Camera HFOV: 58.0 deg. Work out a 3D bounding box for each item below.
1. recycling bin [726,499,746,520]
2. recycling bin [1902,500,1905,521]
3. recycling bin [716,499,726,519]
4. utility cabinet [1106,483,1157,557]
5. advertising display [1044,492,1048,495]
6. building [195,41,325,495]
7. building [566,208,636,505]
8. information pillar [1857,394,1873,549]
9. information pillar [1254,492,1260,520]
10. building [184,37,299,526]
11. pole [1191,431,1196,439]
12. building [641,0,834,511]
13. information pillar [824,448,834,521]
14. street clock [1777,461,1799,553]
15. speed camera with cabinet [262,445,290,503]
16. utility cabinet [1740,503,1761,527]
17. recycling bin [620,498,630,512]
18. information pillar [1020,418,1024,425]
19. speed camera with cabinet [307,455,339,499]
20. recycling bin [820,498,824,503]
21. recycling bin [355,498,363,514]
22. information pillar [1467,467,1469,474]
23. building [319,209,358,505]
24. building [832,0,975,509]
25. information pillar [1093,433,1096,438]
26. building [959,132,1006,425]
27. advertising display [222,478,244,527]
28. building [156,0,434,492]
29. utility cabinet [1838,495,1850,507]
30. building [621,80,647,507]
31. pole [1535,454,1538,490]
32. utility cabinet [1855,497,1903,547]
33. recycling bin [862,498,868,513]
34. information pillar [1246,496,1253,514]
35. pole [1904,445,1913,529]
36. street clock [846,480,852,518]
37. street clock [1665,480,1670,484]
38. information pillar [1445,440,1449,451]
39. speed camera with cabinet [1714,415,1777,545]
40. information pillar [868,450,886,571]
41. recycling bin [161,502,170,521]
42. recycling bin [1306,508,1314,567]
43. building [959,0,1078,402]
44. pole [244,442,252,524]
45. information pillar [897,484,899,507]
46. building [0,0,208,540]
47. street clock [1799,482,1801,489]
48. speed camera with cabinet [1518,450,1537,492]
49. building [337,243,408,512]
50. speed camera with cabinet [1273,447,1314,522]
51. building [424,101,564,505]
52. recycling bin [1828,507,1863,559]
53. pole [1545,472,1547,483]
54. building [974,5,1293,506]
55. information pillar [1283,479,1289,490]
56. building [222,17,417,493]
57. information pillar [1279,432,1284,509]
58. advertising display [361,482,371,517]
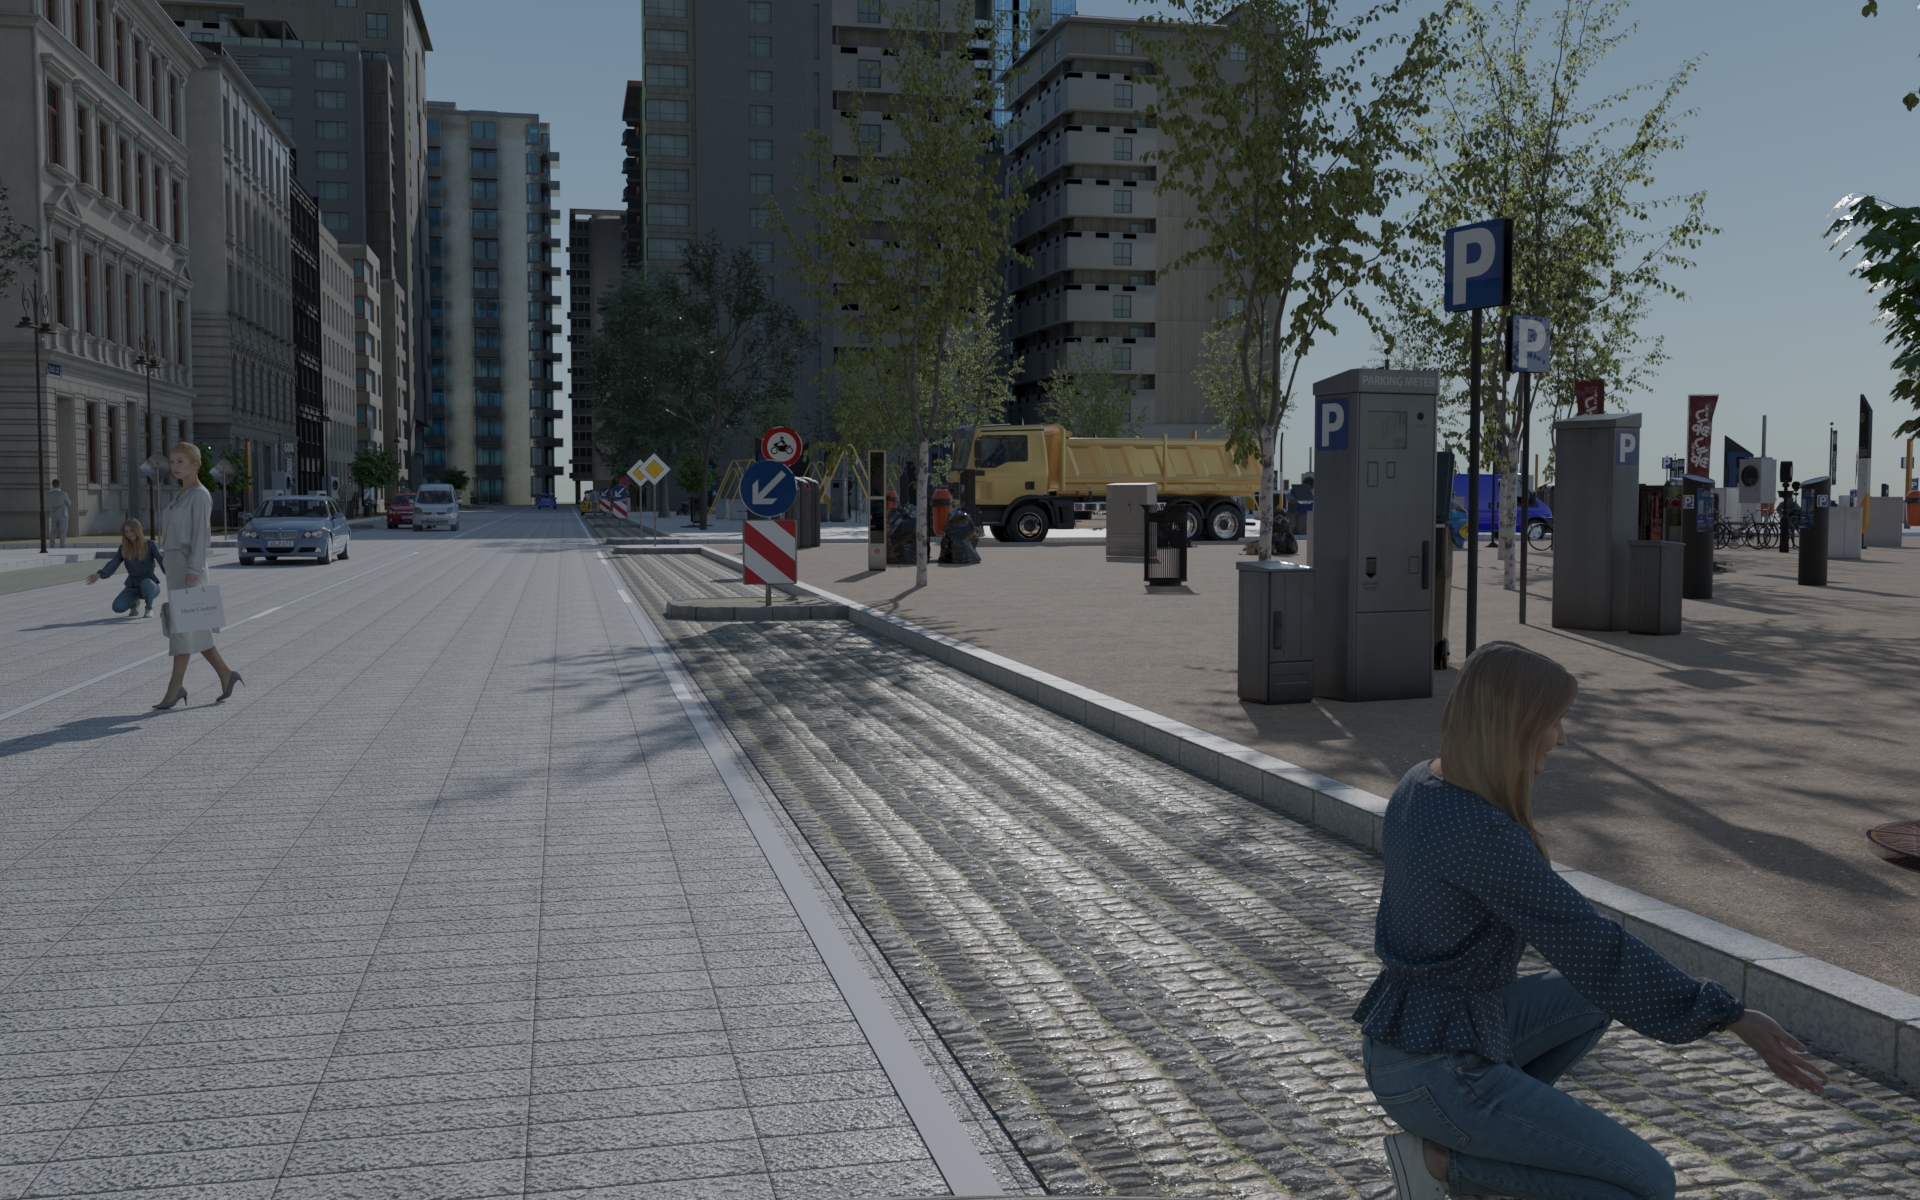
[{"bbox_3d":[-10.886,-4.415,84.744,0.722,1.027,0.722,-1,4,-19],"label":"recycling bin"},{"bbox_3d":[42.636,-3.975,77.553,0.722,1.027,0.722,-1,4,-13],"label":"recycling bin"},{"bbox_3d":[-11.968,-4.633,88.307,0.722,1.027,0.722,2,4,31],"label":"recycling bin"},{"bbox_3d":[3.449,-1.610,35.007,0.318,1.500,1.173,-3,4,-38],"label":"utility cabinet"},{"bbox_3d":[3.670,-3.750,66.518,0.974,1.923,0.123,-1,4,-22],"label":"advertising display"},{"bbox_3d":[-41.655,-16.066,92.351,12.332,23.373,15.834,-1,4,-13],"label":"building"},{"bbox_3d":[-38.498,-32.545,223.996,23.993,40.220,32.217,-1,4,-13],"label":"building"},{"bbox_3d":[21.079,-2.999,40.383,0.183,3.616,0.504,0,4,2],"label":"information pillar"},{"bbox_3d":[14.860,-5.015,86.484,0.304,2.012,0.304,1,4,22],"label":"information pillar"},{"bbox_3d":[-35.633,-13.895,76.340,9.793,20.994,18.267,-1,4,-13],"label":"building"},{"bbox_3d":[7.510,-3.787,55.768,0.158,3.312,0.155,0,3,0],"label":"pole"},{"bbox_3d":[-17.723,-27.650,135.668,14.154,41.232,14.086,-1,4,-13],"label":"building"},{"bbox_3d":[-6.194,-5.557,82.208,0.504,3.616,0.183,0,4,2],"label":"information pillar"},{"bbox_3d":[18.052,-2.037,37.881,0.358,2.002,0.471,2,4,30],"label":"street clock"},{"bbox_3d":[-27.089,-4.545,68.639,0.660,3.252,2.038,0,4,-6],"label":"speed camera with cabinet"},{"bbox_3d":[30.371,-3.556,66.813,0.318,1.500,1.173,-1,4,-20],"label":"utility cabinet"},{"bbox_3d":[-23.664,-6.712,122.297,0.722,1.027,0.722,-1,4,-11],"label":"recycling bin"},{"bbox_3d":[1.925,-3.806,53.576,0.183,3.616,0.504,1,4,10],"label":"information pillar"},{"bbox_3d":[-32.345,-5.726,87.961,0.660,3.252,2.038,1,4,11],"label":"speed camera with cabinet"},{"bbox_3d":[-8.648,-5.804,107.447,0.722,1.027,0.722,-1,4,-10],"label":"recycling bin"},{"bbox_3d":[-37.805,-5.905,109.105,0.722,1.027,0.722,-3,4,-36],"label":"recycling bin"},{"bbox_3d":[38.039,-8.425,129.103,0.504,3.616,0.183,0,4,-5],"label":"information pillar"},{"bbox_3d":[-44.344,-15.524,108.568,10.420,20.320,16.860,-1,4,-13],"label":"building"},{"bbox_3d":[-14.131,-34.758,157.530,28.713,52.752,27.495,-1,4,-13],"label":"building"},{"bbox_3d":[5.253,-4.636,67.156,0.183,3.616,0.504,1,4,16],"label":"information pillar"},{"bbox_3d":[-3.203,-31.376,196.596,14.086,41.232,14.154,-1,4,-13],"label":"building"},{"bbox_3d":[-28.369,-3.816,67.603,0.974,1.923,0.123,1,4,22],"label":"advertising display"},{"bbox_3d":[-67.870,-35.771,174.088,27.495,52.752,28.713,-1,4,-13],"label":"building"},{"bbox_3d":[52.875,-5.632,103.244,1.020,1.237,0.306,-1,4,-13],"label":"utility cabinet"},{"bbox_3d":[-24.442,-32.404,184.431,22.147,44.769,28.867,-1,4,-13],"label":"building"},{"bbox_3d":[29.392,-5.780,88.350,0.158,3.312,0.155,0,3,0],"label":"pole"},{"bbox_3d":[22.543,-1.918,42.529,1.020,1.237,0.306,1,4,17],"label":"utility cabinet"},{"bbox_3d":[-6.319,-6.517,119.106,0.722,1.027,0.722,-2,4,-28],"label":"recycling bin"},{"bbox_3d":[18.371,-7.241,109.741,0.504,3.616,0.183,2,4,27],"label":"information pillar"},{"bbox_3d":[34.904,-4.274,63.727,0.158,3.312,0.155,0,3,0],"label":"pole"},{"bbox_3d":[-5.893,-5.328,91.690,0.358,2.002,0.471,-2,4,-29],"label":"street clock"},{"bbox_3d":[37.059,-5.254,90.467,0.471,2.002,0.358,-1,4,-19],"label":"street clock"},{"bbox_3d":[21.144,-5.120,75.068,0.183,3.616,0.504,3,5,45],"label":"information pillar"},{"bbox_3d":[19.690,-3.037,43.993,0.660,3.252,2.038,-2,4,-24],"label":"speed camera with cabinet"},{"bbox_3d":[-1.387,-1.496,28.958,0.304,2.012,0.304,0,4,-4],"label":"information pillar"},{"bbox_3d":[-24.994,-2.620,55.390,0.722,1.027,0.722,1,4,16],"label":"recycling bin"},{"bbox_3d":[5.636,-0.809,25.787,0.722,1.027,0.722,3,5,39],"label":"recycling bin"},{"bbox_3d":[3.436,-55.951,227.472,31.000,86.520,22.319,-1,4,-13],"label":"building"},{"bbox_3d":[-27.718,-4.503,67.459,0.158,3.312,0.155,0,3,0],"label":"pole"},{"bbox_3d":[-3.690,-6.322,107.863,0.304,2.012,0.304,3,5,43],"label":"information pillar"},{"bbox_3d":[-32.748,-13.488,56.689,11.583,22.565,21.152,-1,4,-13],"label":"building"},{"bbox_3d":[46.864,-5.659,97.097,0.471,2.002,0.358,3,4,37],"label":"street clock"},{"bbox_3d":[25.663,-5.096,77.656,0.660,3.252,2.038,-1,4,-11],"label":"speed camera with cabinet"},{"bbox_3d":[-57.669,-17.495,131.080,27.650,21.520,28.899,-1,4,-13],"label":"building"},{"bbox_3d":[13.972,-4.789,72.628,2.038,3.252,0.660,1,4,18],"label":"speed camera with cabinet"},{"bbox_3d":[-64.769,-36.337,213.723,30.456,49.044,23.786,-1,4,-13],"label":"building"},{"bbox_3d":[17.334,-1.330,34.295,0.722,1.027,0.722,0,4,1],"label":"recycling bin"},{"bbox_3d":[46.169,-8.724,136.483,0.158,3.312,0.155,0,3,0],"label":"pole"},{"bbox_3d":[18.593,-36.999,194.176,27.495,52.752,28.713,-1,4,-13],"label":"building"},{"bbox_3d":[16.346,-5.036,86.838,0.304,2.012,0.304,1,4,9],"label":"information pillar"},{"bbox_3d":[-56.273,-28.710,152.998,14.154,41.232,14.086,-1,4,-13],"label":"building"},{"bbox_3d":[12.162,-4.536,65.523,0.183,3.616,0.504,1,4,15],"label":"information pillar"},{"bbox_3d":[-33.118,-5.588,96.570,0.123,1.923,0.974,0,4,3],"label":"advertising display"}]
